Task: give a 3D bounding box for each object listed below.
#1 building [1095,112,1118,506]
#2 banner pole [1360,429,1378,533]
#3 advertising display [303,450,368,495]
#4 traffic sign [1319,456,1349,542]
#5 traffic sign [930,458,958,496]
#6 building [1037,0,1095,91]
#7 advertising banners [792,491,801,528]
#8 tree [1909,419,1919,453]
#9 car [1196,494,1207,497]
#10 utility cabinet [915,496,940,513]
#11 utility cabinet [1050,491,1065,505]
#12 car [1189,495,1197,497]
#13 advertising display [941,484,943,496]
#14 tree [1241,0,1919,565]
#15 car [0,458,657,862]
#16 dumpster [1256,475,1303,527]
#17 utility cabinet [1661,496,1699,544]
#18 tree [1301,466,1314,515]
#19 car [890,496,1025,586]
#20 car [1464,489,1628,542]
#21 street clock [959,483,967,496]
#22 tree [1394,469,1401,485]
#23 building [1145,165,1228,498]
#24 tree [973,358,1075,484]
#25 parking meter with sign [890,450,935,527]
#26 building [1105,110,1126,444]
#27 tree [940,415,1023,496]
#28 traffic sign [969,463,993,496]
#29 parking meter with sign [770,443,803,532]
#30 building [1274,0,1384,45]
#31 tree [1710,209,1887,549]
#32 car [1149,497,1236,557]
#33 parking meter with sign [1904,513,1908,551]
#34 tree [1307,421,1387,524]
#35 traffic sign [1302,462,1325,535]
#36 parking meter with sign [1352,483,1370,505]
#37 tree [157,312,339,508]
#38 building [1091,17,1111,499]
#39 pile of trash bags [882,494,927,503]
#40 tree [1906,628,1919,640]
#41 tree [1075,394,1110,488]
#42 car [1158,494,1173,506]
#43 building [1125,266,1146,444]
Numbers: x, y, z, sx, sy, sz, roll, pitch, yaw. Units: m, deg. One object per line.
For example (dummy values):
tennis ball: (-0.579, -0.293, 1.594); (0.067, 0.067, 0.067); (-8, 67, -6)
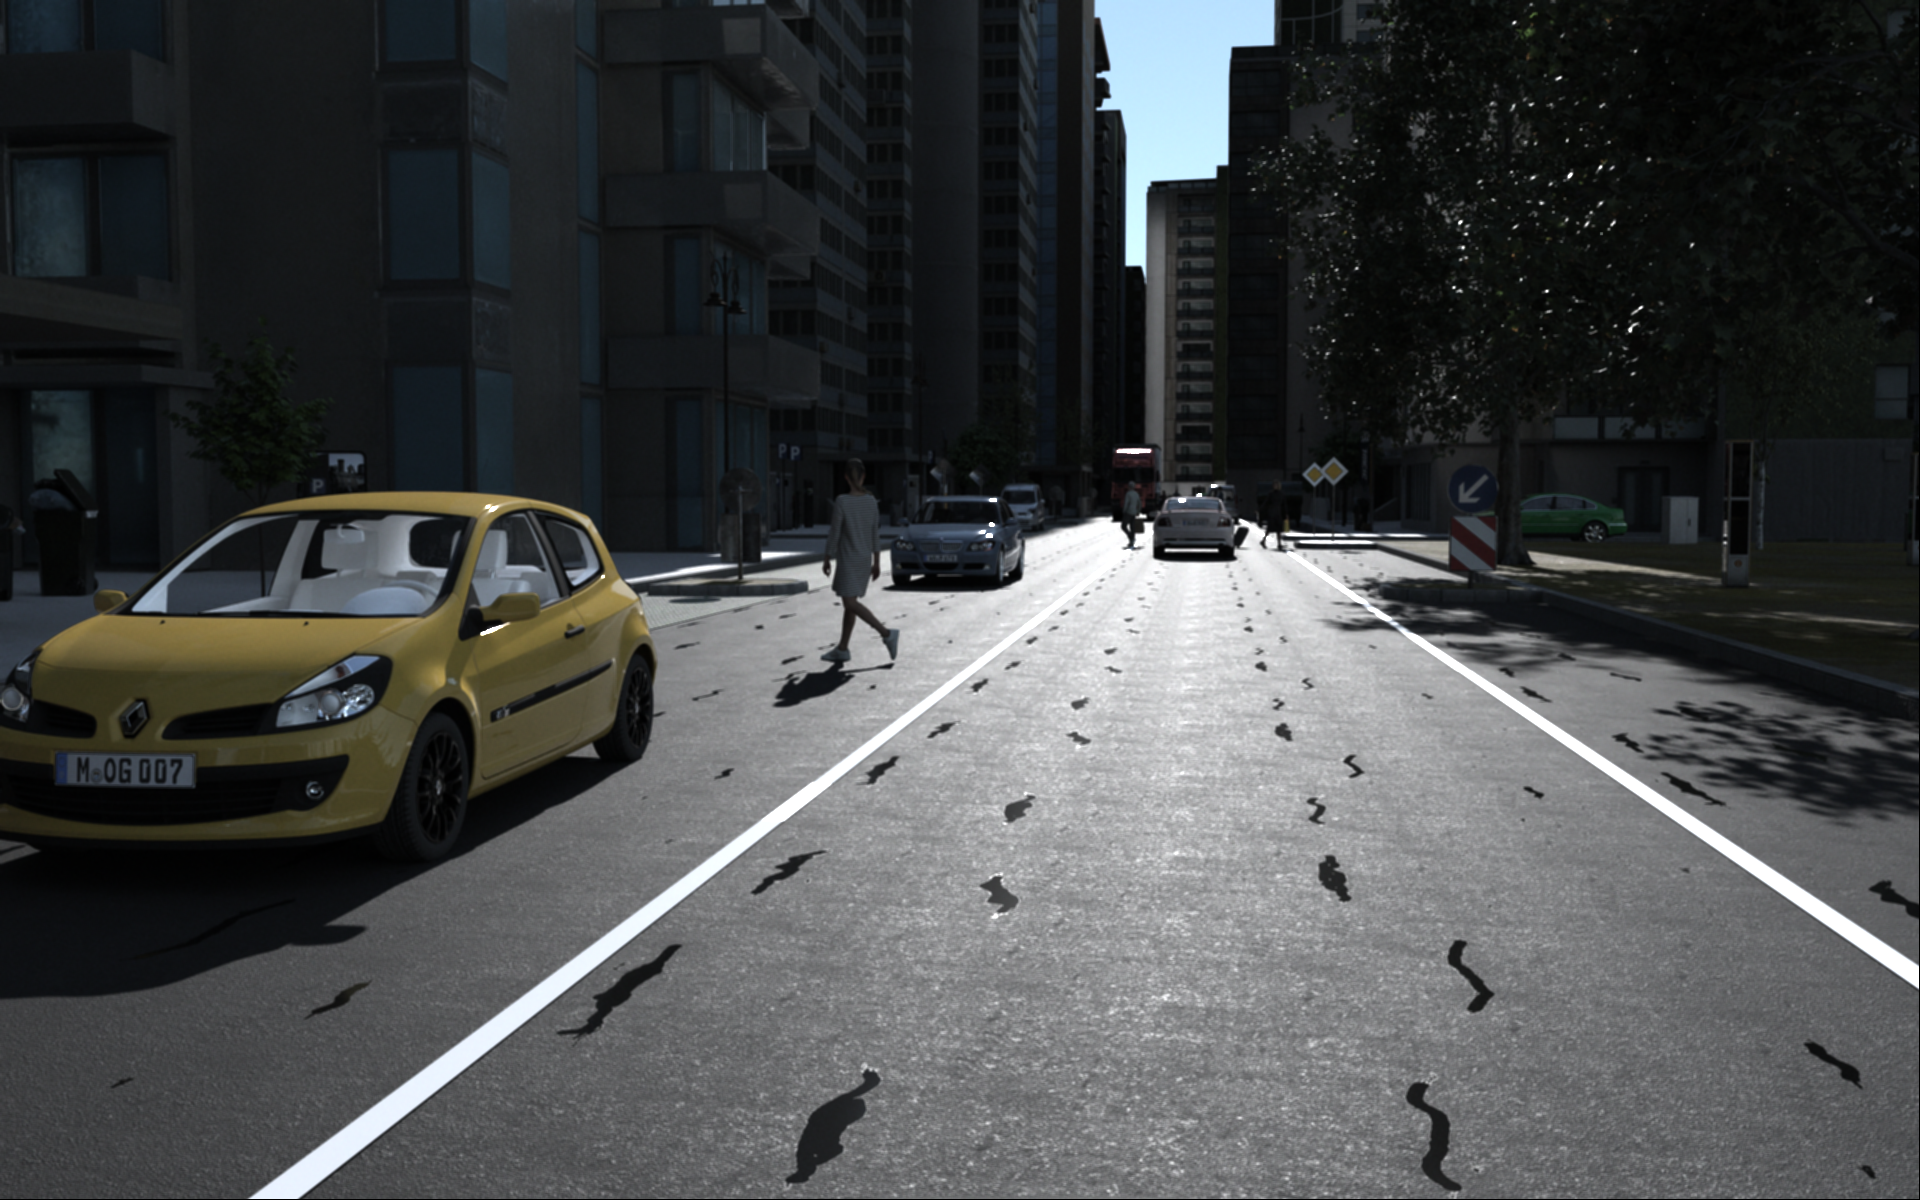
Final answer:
building: (9.018, -30.436, 181.225); (14.154, 41.232, 14.086); (0, 4, 8)
banner pole: (13.559, -4.132, 57.582); (0.401, 3.779, 0.863); (-2, 4, -29)
advertising display: (-9.284, -1.251, 25.671); (0.974, 1.923, 0.123); (-1, 4, -16)
traffic sign: (9.951, -2.601, 46.167); (0.795, 2.450, 0.064); (0, 4, 8)
traffic sign: (-0.439, -2.691, 47.637); (0.795, 2.450, 0.064); (0, 4, 8)
building: (3.267, -29.816, 137.607); (14.600, 45.320, 14.200); (0, 4, 8)
advertising banners: (-6.912, -4.239, 65.491); (2.074, 3.025, 0.090); (2, 4, 27)
tree: (34.961, -5.011, 65.642); (4.285, 4.588, 4.351); (0, 3, 0)
car: (19.677, -7.968, 139.071); (1.959, 1.807, 4.718); (1, 4, 10)
utility cabinet: (-1.199, -3.353, 65.979); (1.020, 1.237, 0.306); (0, 4, 3)
utility cabinet: (7.192, -7.259, 127.356); (1.173, 1.500, 0.318); (2, 4, 28)
car: (19.691, -8.085, 144.766); (1.945, 1.354, 3.894); (0, 4, 6)
advertising display: (-1.162, -5.652, 97.624); (0.974, 1.923, 0.123); (3, 5, 43)
tree: (10.034, -7.005, 31.542); (9.611, 12.733, 9.660); (0, 3, 0)
car: (-2.719, 0.133, 8.045); (2.015, 1.641, 3.980); (0, 4, 7)
dumpster: (13.773, -4.267, 74.720); (1.985, 2.255, 1.502); (0, 4, 8)
utility cabinet: (18.654, -2.062, 44.871); (1.020, 1.237, 0.306); (-2, 4, -25)
tree: (21.154, -6.705, 104.221); (1.663, 3.219, 1.824); (0, 3, 0)
car: (0.036, -1.025, 28.755); (2.014, 1.417, 4.499); (1, 4, 9)
car: (16.499, -2.483, 49.388); (4.718, 1.807, 1.959); (0, 4, 7)
street clock: (0.186, -4.941, 85.353); (0.358, 2.002, 0.471); (-3, 5, -40)
tree: (18.090, -4.494, 68.083); (1.663, 3.219, 1.824); (0, 3, 0)
building: (30.430, -32.703, 218.290); (14.086, 41.232, 14.154); (0, 4, 8)
tree: (2.769, -8.696, 92.549); (4.737, 8.622, 4.395); (0, 3, 0)
parking meter with sign: (-1.895, -4.414, 68.430); (1.738, 3.016, 0.543); (-1, 4, -23)
building: (11.577, -33.579, 199.124); (14.200, 45.320, 14.600); (0, 4, 8)
tree: (0.988, -5.718, 77.207); (4.285, 4.588, 4.351); (0, 3, 0)
traffic sign: (0.669, -3.175, 55.546); (0.795, 2.450, 0.064); (0, 4, 8)
parking meter with sign: (-6.358, -4.003, 61.716); (0.543, 3.016, 1.738); (2, 4, 33)
building: (42.913, -46.017, 190.623); (20.563, 71.187, 20.611); (0, 4, 8)
tree: (18.833, -5.486, 40.056); (4.737, 8.622, 4.395); (0, 3, 0)
car: (5.498, -1.747, 40.924); (2.083, 1.381, 4.827); (0, 4, 7)
parking meter with sign: (22.020, -2.625, 39.173); (1.738, 3.016, 0.543); (-3, 4, -36)
tree: (16.842, -5.602, 75.311); (4.285, 4.588, 4.351); (0, 3, 0)
traffic sign: (11.059, -3.085, 54.075); (0.795, 2.450, 0.064); (0, 4, 8)
parking meter with sign: (24.028, -6.476, 102.142); (1.738, 3.016, 0.543); (1, 4, 9)
tree: (-7.404, -1.461, 18.486); (1.663, 3.219, 1.824); (0, 3, 0)
building: (2.346, -30.877, 159.455); (22.147, 44.769, 28.867); (0, 4, 8)
pile of trash bags: (-2.960, -5.296, 96.345); (3.447, 1.369, 1.912); (-1, 4, -19)
tree: (9.033, -5.983, 14.825); (9.611, 12.733, 9.660); (0, 3, 0)
tree: (8.481, -10.723, 125.675); (4.737, 8.622, 4.395); (0, 3, 0)
car: (24.153, -11.730, 203.783); (2.014, 1.417, 4.499); (1, 4, 9)
building: (16.474, -27.455, 220.596); (14.107, 30.474, 14.160); (0, 4, 8)
